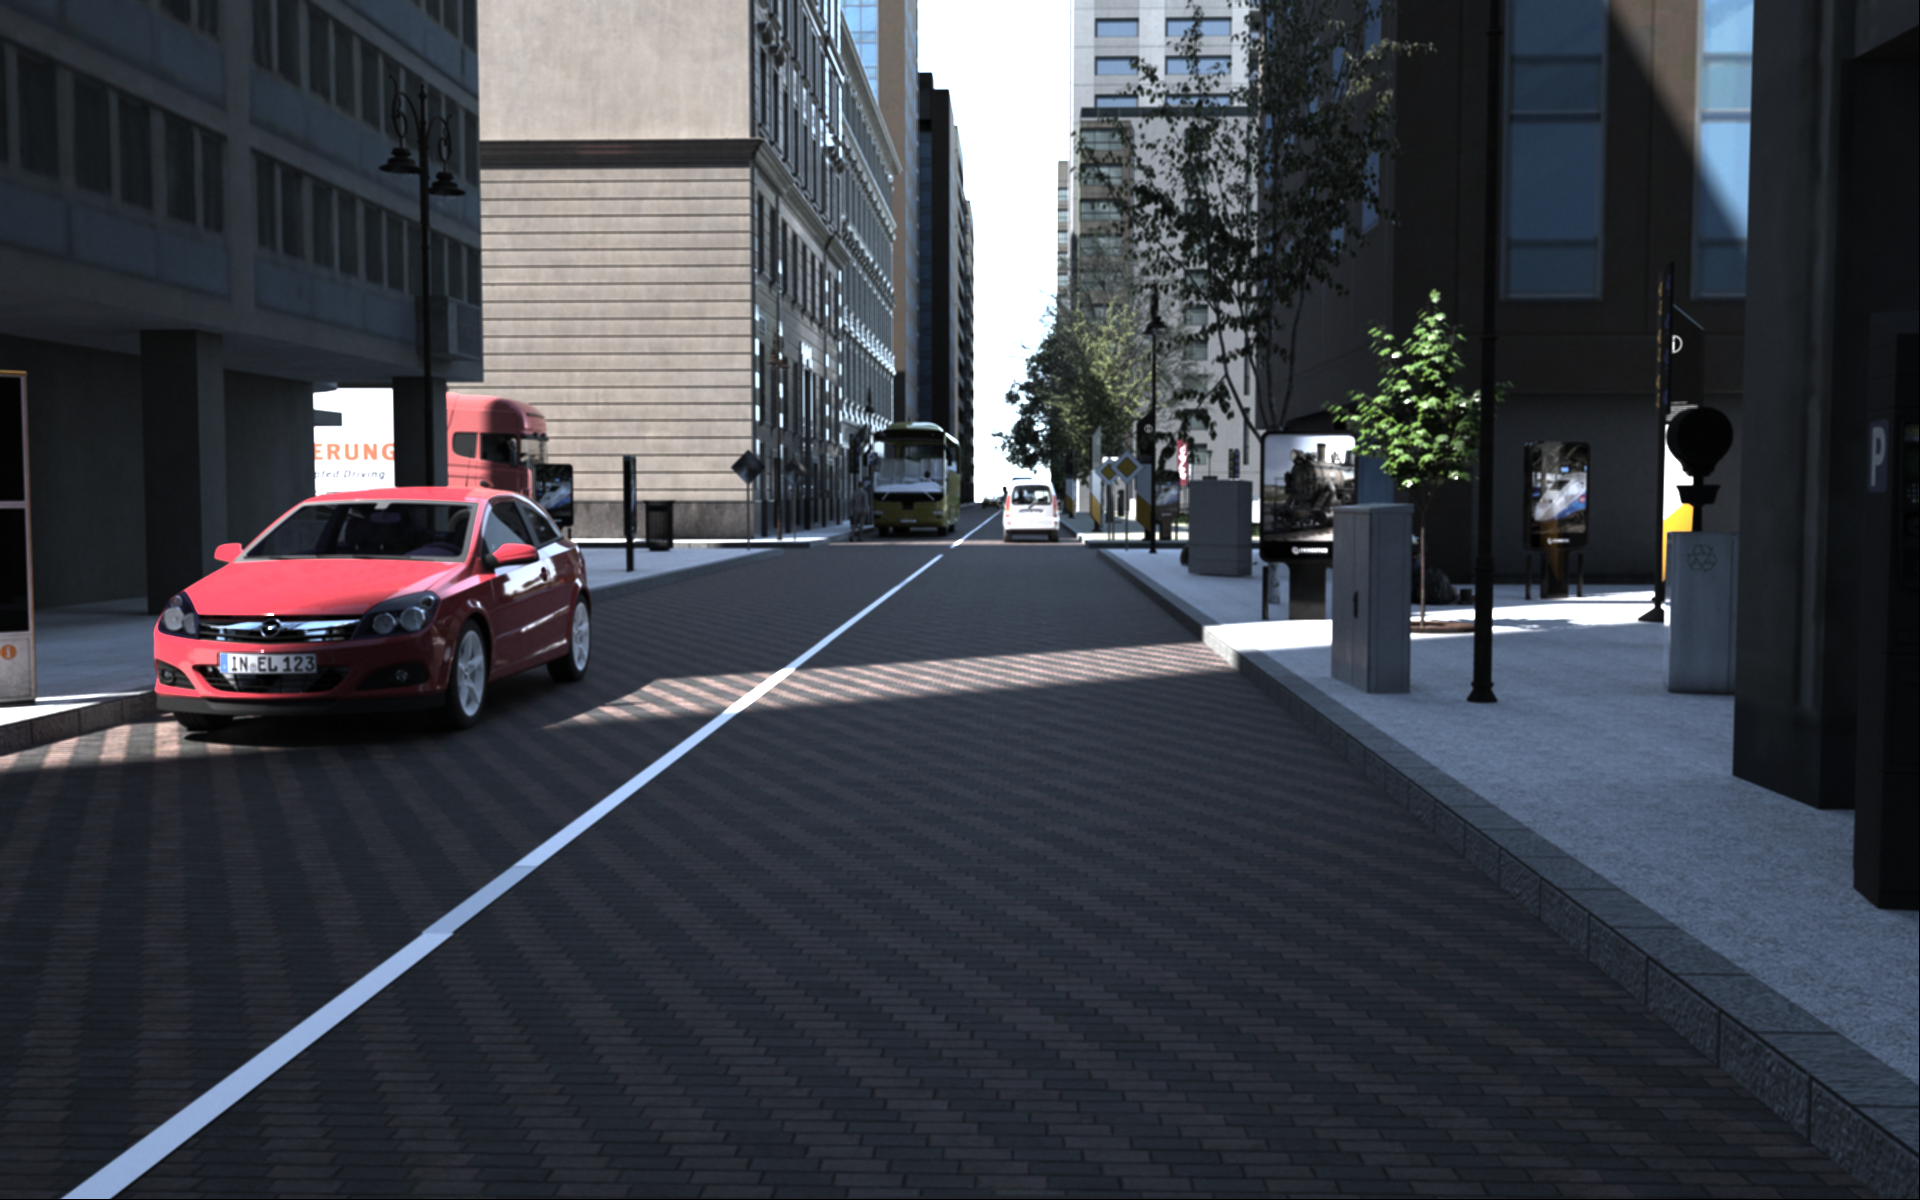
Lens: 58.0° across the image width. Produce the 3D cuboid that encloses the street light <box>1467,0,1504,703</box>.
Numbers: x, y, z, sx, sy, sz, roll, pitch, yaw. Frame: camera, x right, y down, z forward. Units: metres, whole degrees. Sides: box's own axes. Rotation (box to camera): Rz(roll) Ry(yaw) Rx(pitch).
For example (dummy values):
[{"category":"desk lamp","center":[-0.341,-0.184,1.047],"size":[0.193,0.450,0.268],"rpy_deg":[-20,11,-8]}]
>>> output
[{"category":"street light","center":[3.233,-2.309,10.546],"size":[0.468,5.910,1.993],"rpy_deg":[0,4,2]}]

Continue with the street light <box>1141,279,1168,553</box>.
[{"category":"street light","center":[4.195,-3.957,37.487],"size":[0.468,5.910,1.993],"rpy_deg":[0,4,2]}]

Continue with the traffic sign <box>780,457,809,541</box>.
[{"category":"traffic sign","center":[-4.530,-2.679,47.446],"size":[0.795,2.450,0.064],"rpy_deg":[0,4,2]}]

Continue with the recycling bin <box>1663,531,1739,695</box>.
[{"category":"recycling bin","center":[5.030,0.073,11.365],"size":[0.722,1.027,0.722],"rpy_deg":[1,4,19]}]

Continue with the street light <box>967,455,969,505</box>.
[{"category":"street light","center":[0.897,-14.350,207.404],"size":[0.468,5.910,1.993],"rpy_deg":[0,4,2]}]

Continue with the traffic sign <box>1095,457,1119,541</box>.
[{"category":"traffic sign","center":[4.058,-2.659,47.113],"size":[0.795,2.450,0.064],"rpy_deg":[0,4,2]}]

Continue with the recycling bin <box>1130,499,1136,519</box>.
[{"category":"recycling bin","center":[9.186,-4.679,89.051],"size":[0.722,1.027,0.722],"rpy_deg":[-1,4,-13]}]

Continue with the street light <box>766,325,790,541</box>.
[{"category":"street light","center":[-4.980,-4.578,47.633],"size":[0.468,5.910,1.993],"rpy_deg":[0,4,2]}]

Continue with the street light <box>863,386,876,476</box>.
[{"category":"street light","center":[-3.890,-6.225,74.569],"size":[0.468,5.910,1.993],"rpy_deg":[0,4,2]}]

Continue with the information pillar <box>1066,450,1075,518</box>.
[{"category":"information pillar","center":[5.897,-6.206,92.822],"size":[0.504,3.616,0.183],"rpy_deg":[2,4,32]}]

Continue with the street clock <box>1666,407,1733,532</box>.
[{"category":"street clock","center":[6.190,-0.610,14.547],"size":[0.471,2.002,0.358],"rpy_deg":[0,3,0]}]

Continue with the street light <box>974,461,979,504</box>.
[{"category":"street light","center":[1.942,-16.023,234.757],"size":[0.468,5.910,1.993],"rpy_deg":[0,4,2]}]

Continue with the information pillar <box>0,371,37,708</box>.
[{"category":"information pillar","center":[-5.805,-0.364,10.439],"size":[0.304,2.012,0.304],"rpy_deg":[3,5,45]}]

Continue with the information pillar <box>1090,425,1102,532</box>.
[{"category":"information pillar","center":[4.625,-4.138,59.008],"size":[0.183,3.616,0.504],"rpy_deg":[3,5,45]}]

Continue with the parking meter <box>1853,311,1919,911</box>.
[{"category":"parking meter","center":[2.994,0.019,5.406],"size":[0.255,1.863,0.399],"rpy_deg":[1,4,14]}]

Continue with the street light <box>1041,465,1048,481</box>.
[{"category":"street light","center":[11.007,-15.538,226.830],"size":[0.468,5.910,1.993],"rpy_deg":[0,4,2]}]

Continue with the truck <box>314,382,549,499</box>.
[{"category":"truck","center":[-15.424,-3.338,43.494],"size":[11.283,4.237,2.839],"rpy_deg":[0,4,1]}]

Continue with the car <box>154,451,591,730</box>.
[{"category":"car","center":[-3.829,-0.174,11.888],"size":[2.155,1.783,4.494],"rpy_deg":[0,4,2]}]

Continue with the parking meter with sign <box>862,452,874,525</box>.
[{"category":"parking meter with sign","center":[-3.805,-4.616,71.728],"size":[0.543,3.016,1.738],"rpy_deg":[0,4,6]}]

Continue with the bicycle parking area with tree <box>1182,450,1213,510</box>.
[{"category":"bicycle parking area with tree","center":[18.959,-7.784,114.274],"size":[8.231,4.147,9.016],"rpy_deg":[0,4,3]}]

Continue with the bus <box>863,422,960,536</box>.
[{"category":"bus","center":[-1.478,-4.342,62.544],"size":[2.896,3.916,12.252],"rpy_deg":[0,4,2]}]

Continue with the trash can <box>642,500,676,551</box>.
[{"category":"trash can","center":[-6.787,-1.679,39.104],"size":[0.748,1.137,0.748],"rpy_deg":[0,3,0]}]

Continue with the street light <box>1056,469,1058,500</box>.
[{"category":"street light","center":[8.032,-10.453,143.701],"size":[0.468,5.910,1.993],"rpy_deg":[0,4,2]}]

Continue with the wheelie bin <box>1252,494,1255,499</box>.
[{"category":"wheelie bin","center":[11.119,-3.688,68.209],"size":[0.980,1.594,0.693],"rpy_deg":[1,4,13]}]

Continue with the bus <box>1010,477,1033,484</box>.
[{"category":"bus","center":[6.933,-11.886,189.202],"size":[2.948,3.499,13.247],"rpy_deg":[0,4,3]}]

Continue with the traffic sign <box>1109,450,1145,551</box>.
[{"category":"traffic sign","center":[3.767,-2.171,39.134],"size":[0.795,2.450,0.064],"rpy_deg":[0,4,2]}]

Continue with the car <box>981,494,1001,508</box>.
[{"category":"car","center":[3.125,-10.105,175.442],"size":[2.015,1.641,3.980],"rpy_deg":[0,4,2]}]

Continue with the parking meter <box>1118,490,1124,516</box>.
[{"category":"parking meter","center":[9.278,-5.588,99.778],"size":[0.372,1.533,0.369],"rpy_deg":[0,3,0]}]

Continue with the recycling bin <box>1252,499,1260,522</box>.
[{"category":"recycling bin","center":[10.719,-3.114,63.473],"size":[0.722,1.027,0.722],"rpy_deg":[1,4,10]}]

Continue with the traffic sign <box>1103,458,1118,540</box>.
[{"category":"traffic sign","center":[4.302,-2.839,48.543],"size":[0.606,2.300,0.079],"rpy_deg":[0,4,8]}]

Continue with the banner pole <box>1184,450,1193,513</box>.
[{"category":"banner pole","center":[11.220,-5.825,85.262],"size":[0.401,3.779,0.863],"rpy_deg":[-2,4,-29]}]

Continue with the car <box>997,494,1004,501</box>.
[{"category":"car","center":[6.704,-16.023,270.778],"size":[1.959,1.807,4.718],"rpy_deg":[0,4,1]}]

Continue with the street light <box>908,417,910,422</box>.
[{"category":"street light","center":[-3.001,-7.904,102.015],"size":[0.468,5.910,1.993],"rpy_deg":[0,4,2]}]

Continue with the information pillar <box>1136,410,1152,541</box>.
[{"category":"information pillar","center":[5.077,-3.428,47.396],"size":[0.504,3.616,0.183],"rpy_deg":[1,4,9]}]

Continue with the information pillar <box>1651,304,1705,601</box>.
[{"category":"information pillar","center":[8.557,-1.789,20.603],"size":[0.183,3.616,0.504],"rpy_deg":[-3,5,-45]}]

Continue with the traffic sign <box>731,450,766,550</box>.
[{"category":"traffic sign","center":[-4.820,-2.191,39.466],"size":[0.795,2.450,0.064],"rpy_deg":[0,4,2]}]

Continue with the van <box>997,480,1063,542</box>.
[{"category":"van","center":[2.145,-2.792,52.662],"size":[2.013,2.044,4.112],"rpy_deg":[0,4,1]}]

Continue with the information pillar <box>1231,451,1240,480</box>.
[{"category":"information pillar","center":[15.004,-6.302,94.397],"size":[0.504,3.616,0.183],"rpy_deg":[-1,4,-10]}]

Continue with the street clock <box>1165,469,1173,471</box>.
[{"category":"street clock","center":[6.098,-2.837,50.954],"size":[0.358,2.002,0.471],"rpy_deg":[-1,4,-17]}]
